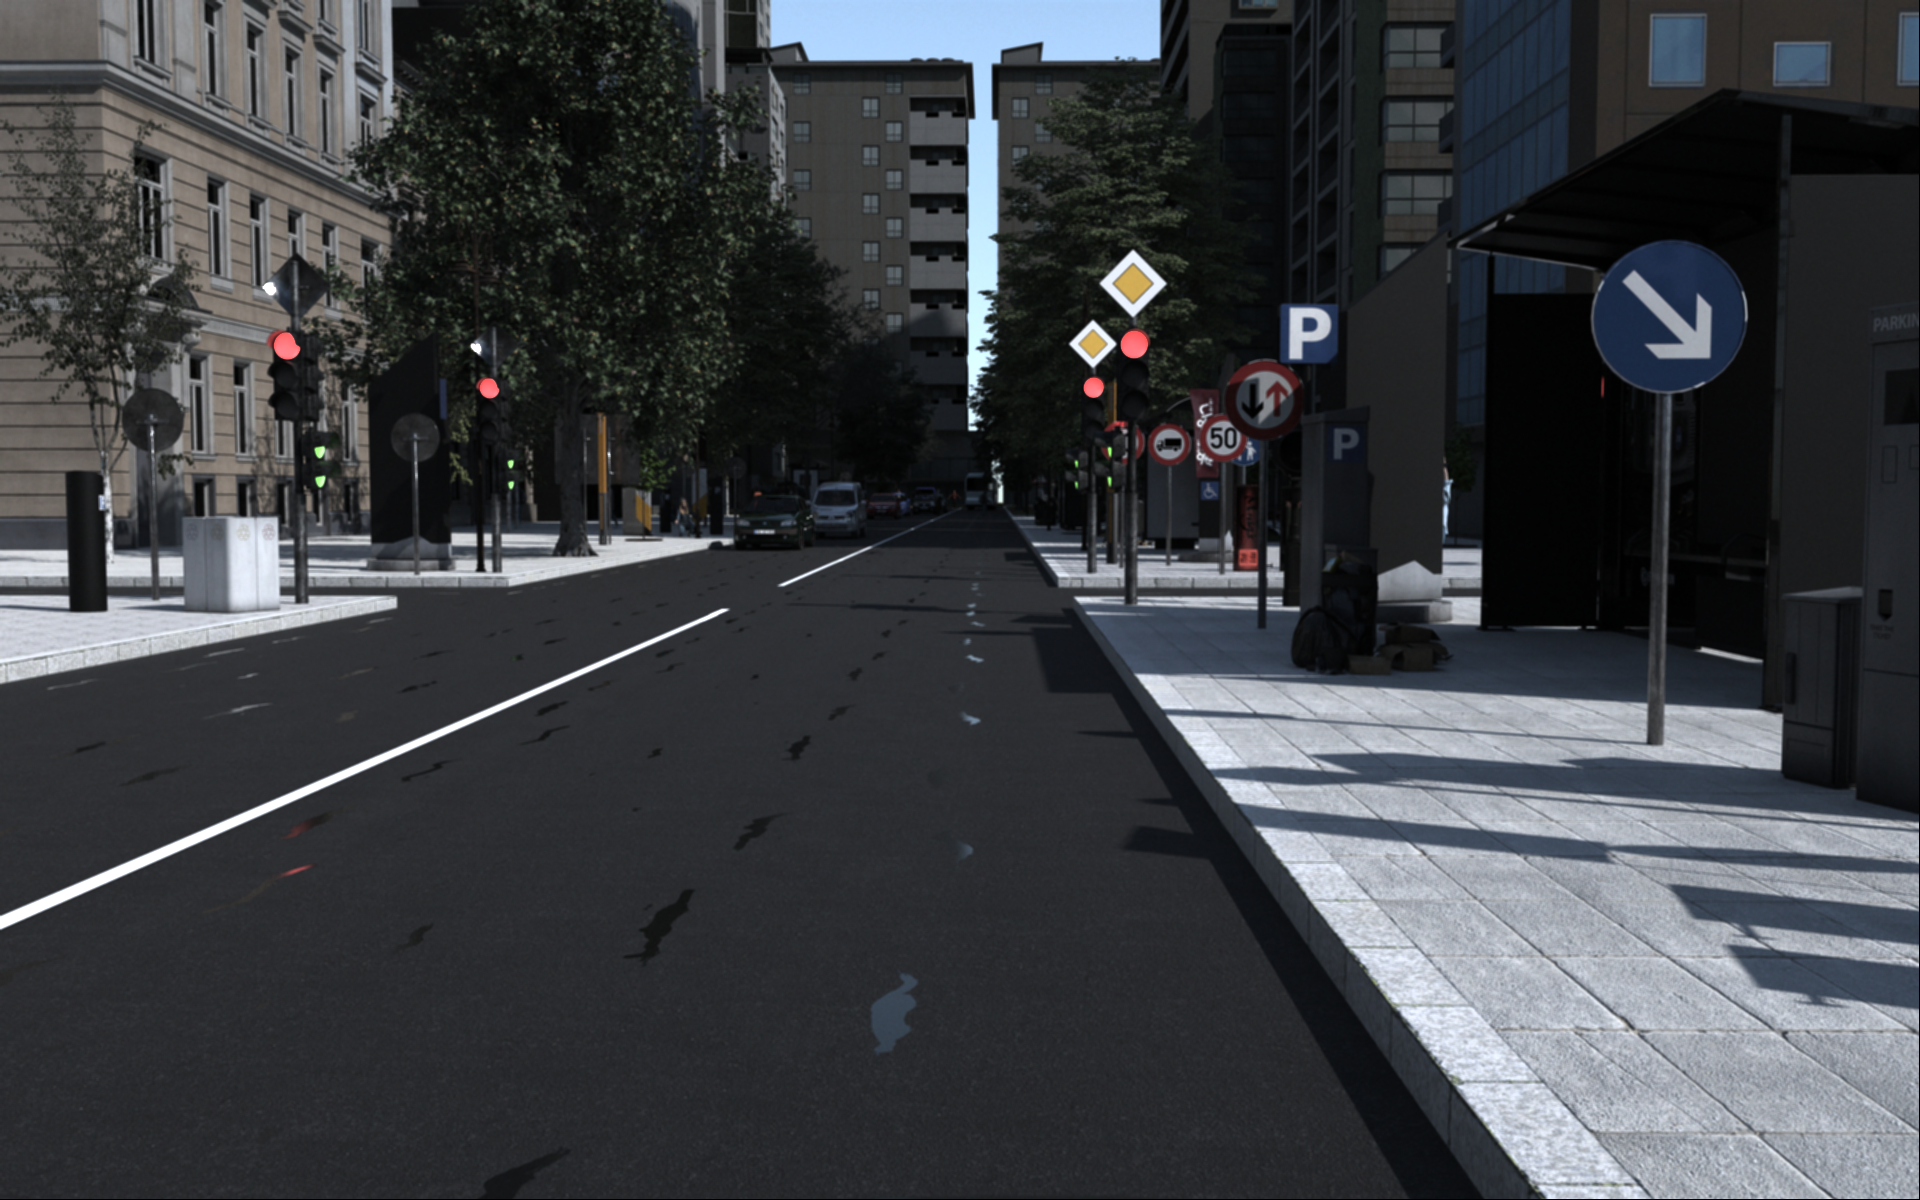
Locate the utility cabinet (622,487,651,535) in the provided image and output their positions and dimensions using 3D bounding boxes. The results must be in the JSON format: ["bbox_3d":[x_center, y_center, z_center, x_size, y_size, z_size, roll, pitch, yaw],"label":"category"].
[{"bbox_3d":[-9.967,-2.730,53.319,0.318,1.500,1.173,-3,5,-42],"label":"utility cabinet"}]

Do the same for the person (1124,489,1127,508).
[{"bbox_3d":[13.744,-8.332,143.078,0.445,1.727,0.742,3,5,43],"label":"person"}]

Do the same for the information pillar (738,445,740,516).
[{"bbox_3d":[-9.233,-5.004,73.163,0.183,3.616,0.504,-2,4,-27],"label":"information pillar"}]

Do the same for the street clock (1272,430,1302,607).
[{"bbox_3d":[3.806,-0.927,19.734,0.471,2.002,0.358,-1,4,-8],"label":"street clock"}]

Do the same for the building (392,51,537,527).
[{"bbox_3d":[-24.233,-12.542,69.694,10.561,19.102,19.286,0,4,1],"label":"building"}]

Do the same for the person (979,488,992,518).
[{"bbox_3d":[1.462,-5.696,101.984,0.721,1.781,0.623,1,4,13],"label":"person"}]

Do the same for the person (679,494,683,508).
[{"bbox_3d":[-14.612,-4.913,90.653,0.394,1.301,0.425,-1,4,-9],"label":"person"}]

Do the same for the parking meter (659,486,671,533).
[{"bbox_3d":[-9.806,-3.011,57.641,0.372,1.533,0.369,0,3,0],"label":"parking meter"}]

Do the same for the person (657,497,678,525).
[{"bbox_3d":[-11.962,-3.691,71.887,1.012,1.151,0.738,3,5,41],"label":"person"}]

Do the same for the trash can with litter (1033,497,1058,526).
[{"bbox_3d":[3.653,-3.806,73.621,1.055,1.170,0.624,2,4,29],"label":"trash can with litter"}]

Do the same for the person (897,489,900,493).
[{"bbox_3d":[-5.728,-9.488,161.951,1.217,1.735,0.721,-1,4,-9],"label":"person"}]

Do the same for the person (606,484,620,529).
[{"bbox_3d":[-12.861,-3.490,63.702,0.643,1.750,0.593,-1,4,-8],"label":"person"}]

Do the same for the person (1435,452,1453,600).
[{"bbox_3d":[5.366,-0.830,19.877,0.793,1.790,0.793,-3,4,-36],"label":"person"}]

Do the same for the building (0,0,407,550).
[{"bbox_3d":[-25.272,-16.059,48.472,13.634,28.700,20.117,0,4,1],"label":"building"}]

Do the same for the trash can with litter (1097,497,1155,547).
[{"bbox_3d":[4.073,-1.955,43.022,1.678,1.210,2.233,3,5,44],"label":"trash can with litter"}]

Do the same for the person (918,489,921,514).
[{"bbox_3d":[-2.987,-7.240,126.890,0.705,1.821,1.348,0,4,3],"label":"person"}]

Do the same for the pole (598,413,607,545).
[{"bbox_3d":[-8.993,-3.041,43.559,0.158,3.312,0.155,0,3,0],"label":"pole"}]

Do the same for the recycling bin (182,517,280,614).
[{"bbox_3d":[-7.984,-0.393,18.987,0.722,1.027,0.722,2,4,24],"label":"recycling bin"}]

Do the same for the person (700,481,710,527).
[{"bbox_3d":[-9.659,-3.723,66.757,0.795,1.843,0.661,-2,4,-34],"label":"person"}]

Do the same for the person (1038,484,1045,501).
[{"bbox_3d":[4.106,-5.070,88.809,0.514,1.842,0.818,2,4,35],"label":"person"}]

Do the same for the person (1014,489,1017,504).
[{"bbox_3d":[4.652,-8.525,146.113,0.721,1.739,1.217,0,4,3],"label":"person"}]

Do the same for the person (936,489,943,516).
[{"bbox_3d":[-1.339,-6.495,115.429,0.721,1.736,1.217,-1,4,-17],"label":"person"}]

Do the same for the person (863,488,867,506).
[{"bbox_3d":[-8.740,-9.367,159.055,0.709,1.838,0.599,1,4,12],"label":"person"}]

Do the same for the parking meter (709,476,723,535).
[{"bbox_3d":[-7.673,-2.980,54.427,0.399,1.863,0.255,-2,4,-29],"label":"parking meter"}]

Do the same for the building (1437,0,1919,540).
[{"bbox_3d":[21.175,-24.084,43.880,14.200,45.320,14.600,0,4,1],"label":"building"}]

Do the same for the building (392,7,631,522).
[{"bbox_3d":[-24.040,-15.755,87.271,12.332,23.373,15.834,0,4,1],"label":"building"}]

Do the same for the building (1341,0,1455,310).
[{"bbox_3d":[21.926,-23.418,66.485,14.154,41.232,14.086,0,4,1],"label":"building"}]

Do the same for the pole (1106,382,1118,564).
[{"bbox_3d":[2.798,-2.319,31.766,0.158,3.312,0.155,0,3,0],"label":"pole"}]

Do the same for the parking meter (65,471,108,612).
[{"bbox_3d":[-9.528,-0.641,18.894,0.372,1.533,0.369,0,3,0],"label":"parking meter"}]

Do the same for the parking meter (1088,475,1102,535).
[{"bbox_3d":[4.157,-2.916,53.391,0.399,1.863,0.255,2,4,32],"label":"parking meter"}]

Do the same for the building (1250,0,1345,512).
[{"bbox_3d":[27.328,-39.925,91.026,20.563,71.187,20.611,0,4,1],"label":"building"}]

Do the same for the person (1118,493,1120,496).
[{"bbox_3d":[11.644,-7.497,129.344,1.217,1.736,0.721,-1,4,-23],"label":"person"}]

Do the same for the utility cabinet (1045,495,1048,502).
[{"bbox_3d":[4.674,-5.127,94.989,1.020,1.237,0.306,3,5,41],"label":"utility cabinet"}]

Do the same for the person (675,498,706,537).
[{"bbox_3d":[-8.087,-2.455,51.684,1.012,1.151,0.738,-1,4,-21],"label":"person"}]

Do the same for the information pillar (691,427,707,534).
[{"bbox_3d":[-8.414,-3.942,55.808,0.504,3.616,0.183,0,4,-5],"label":"information pillar"}]

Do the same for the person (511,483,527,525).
[{"bbox_3d":[-18.380,-4.017,72.075,0.721,1.781,0.623,2,4,30],"label":"person"}]

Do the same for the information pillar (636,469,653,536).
[{"bbox_3d":[-9.585,-3.739,52.479,0.504,3.616,0.183,1,4,19],"label":"information pillar"}]

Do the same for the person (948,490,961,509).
[{"bbox_3d":[-0.556,-9.822,169.049,1.348,1.831,0.705,-1,4,-13],"label":"person"}]

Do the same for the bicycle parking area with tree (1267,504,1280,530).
[{"bbox_3d":[10.815,-4.822,65.843,9.016,4.147,8.231,2,4,23],"label":"bicycle parking area with tree"}]

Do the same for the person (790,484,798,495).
[{"bbox_3d":[-8.129,-4.700,83.479,0.643,1.750,0.593,1,4,11],"label":"person"}]

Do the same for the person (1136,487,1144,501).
[{"bbox_3d":[13.754,-7.752,132.803,1.348,1.823,0.705,3,5,44],"label":"person"}]
